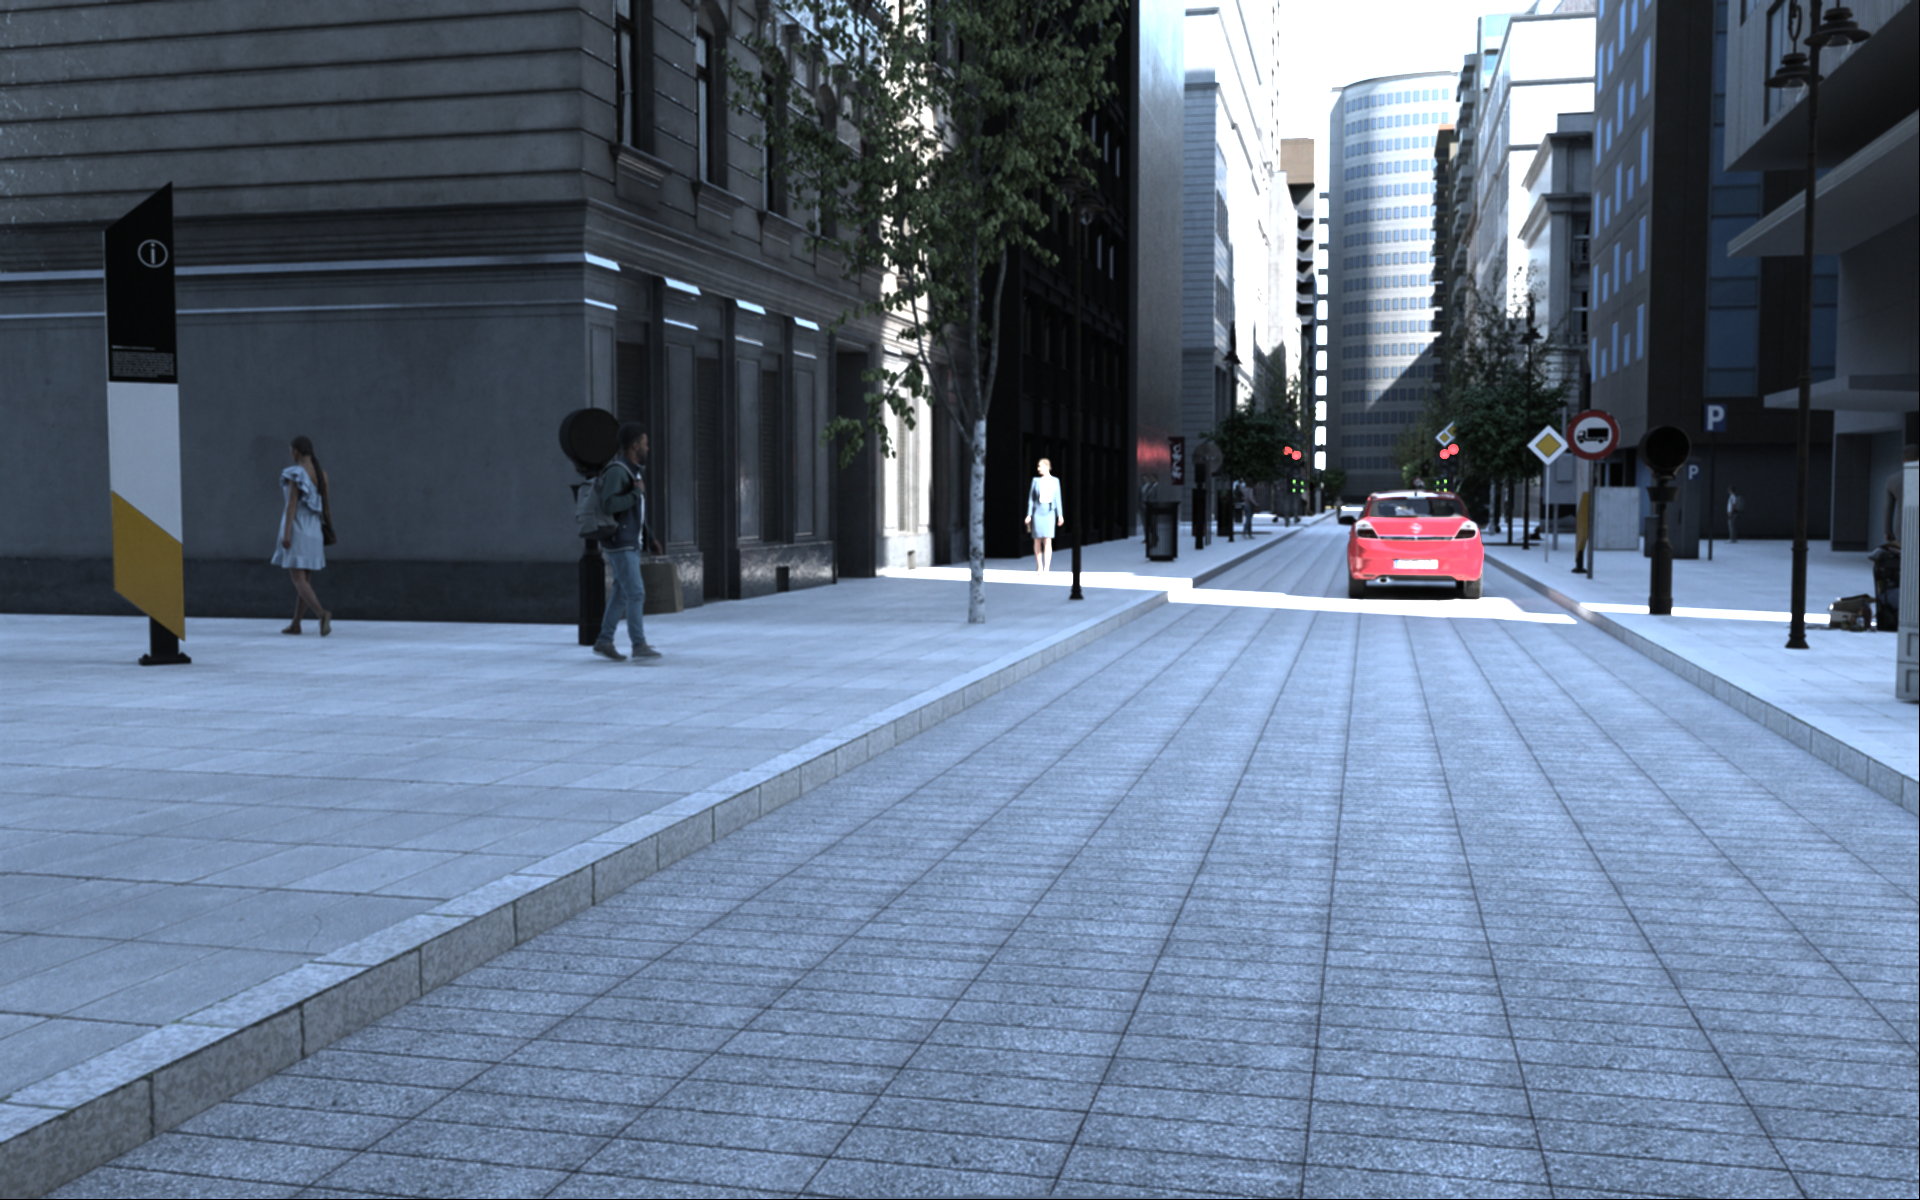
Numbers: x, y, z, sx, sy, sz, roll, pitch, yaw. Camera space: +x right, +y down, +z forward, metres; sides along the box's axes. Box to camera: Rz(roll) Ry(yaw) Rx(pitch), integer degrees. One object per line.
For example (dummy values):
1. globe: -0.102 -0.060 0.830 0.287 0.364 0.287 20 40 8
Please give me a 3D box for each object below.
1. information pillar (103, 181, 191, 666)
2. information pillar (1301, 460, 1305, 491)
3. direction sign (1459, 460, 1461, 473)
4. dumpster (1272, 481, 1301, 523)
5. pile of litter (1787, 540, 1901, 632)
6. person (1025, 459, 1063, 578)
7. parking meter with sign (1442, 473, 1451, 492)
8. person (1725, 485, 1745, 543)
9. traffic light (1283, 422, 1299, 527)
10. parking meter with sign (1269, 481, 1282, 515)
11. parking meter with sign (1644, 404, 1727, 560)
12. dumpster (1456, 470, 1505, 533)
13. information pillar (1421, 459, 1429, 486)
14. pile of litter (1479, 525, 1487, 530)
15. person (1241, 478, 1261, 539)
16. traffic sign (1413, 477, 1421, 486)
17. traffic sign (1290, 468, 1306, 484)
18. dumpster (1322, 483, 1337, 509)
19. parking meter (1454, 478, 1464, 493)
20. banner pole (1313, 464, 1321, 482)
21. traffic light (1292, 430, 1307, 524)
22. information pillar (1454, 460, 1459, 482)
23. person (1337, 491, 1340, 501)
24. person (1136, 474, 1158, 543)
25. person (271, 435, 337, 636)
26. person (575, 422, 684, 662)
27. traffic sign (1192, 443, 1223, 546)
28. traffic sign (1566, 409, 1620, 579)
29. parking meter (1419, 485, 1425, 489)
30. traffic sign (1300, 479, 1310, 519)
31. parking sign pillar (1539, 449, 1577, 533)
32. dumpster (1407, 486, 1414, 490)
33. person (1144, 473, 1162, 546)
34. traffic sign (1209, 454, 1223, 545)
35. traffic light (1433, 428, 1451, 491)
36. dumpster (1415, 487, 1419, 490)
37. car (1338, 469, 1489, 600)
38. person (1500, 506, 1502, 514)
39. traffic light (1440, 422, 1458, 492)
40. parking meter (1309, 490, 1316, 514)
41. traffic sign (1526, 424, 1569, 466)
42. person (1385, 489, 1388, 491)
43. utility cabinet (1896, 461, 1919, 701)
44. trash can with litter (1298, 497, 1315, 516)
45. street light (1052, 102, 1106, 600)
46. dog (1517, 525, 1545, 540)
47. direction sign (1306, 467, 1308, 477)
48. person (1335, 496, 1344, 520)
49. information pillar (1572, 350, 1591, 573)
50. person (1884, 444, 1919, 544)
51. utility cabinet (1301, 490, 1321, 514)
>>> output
1. information pillar: -6.081 -1.320 12.940 0.504 3.616 0.183 -2 4 -33
2. information pillar: 23.367 -7.781 118.581 0.504 3.616 0.183 0 4 -5
3. direction sign: 28.091 -6.449 97.434 0.379 3.537 0.876 1 4 11
4. dumpster: 14.709 -4.421 78.050 1.264 1.857 1.865 1 4 13
5. pile of litter: 8.808 -0.151 16.441 1.719 0.858 1.176 2 4 33
6. person: 1.310 -1.268 26.795 0.581 1.822 0.654 1 4 10
7. parking meter with sign: 40.190 -8.953 142.644 0.543 3.016 1.738 2 4 26
8. person: 20.255 -2.248 45.396 0.523 1.515 0.503 0 4 -4
9. traffic light: 12.804 -4.812 67.593 0.839 4.253 0.868 1 4 13
10. parking meter with sign: 19.134 -6.629 104.640 0.543 3.016 1.738 -1 4 -18
11. parking meter with sign: 14.281 -2.325 34.278 0.543 3.016 1.738 -1 4 -19
12. dumpster: 17.350 -3.380 57.756 1.502 2.255 1.985 1 4 14
13. information pillar: 30.578 -7.492 113.842 0.504 3.616 0.183 2 4 35
14. pile of litter: 18.674 -3.014 63.239 1.176 0.858 1.719 2 4 24
15. person: 8.214 -2.613 49.360 0.643 1.750 0.593 -2 4 -25
16. traffic sign: 34.751 -8.033 131.439 0.768 2.556 0.104 1 4 21
17. traffic sign: 15.964 -5.005 81.936 0.768 2.556 0.104 1 4 18
18. dumpster: 31.214 -8.846 147.131 1.502 2.255 1.985 1 4 13
19. parking meter: 17.659 -3.391 61.149 0.255 1.863 0.399 3 5 40
20. banner pole: 29.513 -9.396 143.636 0.863 3.779 0.401 1 4 16
21. traffic light: 14.653 -5.287 75.362 0.839 4.253 0.868 1 4 13
22. information pillar: 28.529 -6.627 99.699 0.183 3.616 0.504 -3 5 -41
23. person: 47.807 -13.008 219.449 0.721 1.735 1.217 3 5 43
24. person: 4.930 -2.419 45.707 0.709 1.813 0.853 2 4 33
25. person: -5.894 -0.584 15.691 0.778 1.811 0.616 3 4 36
26. person: -2.490 -0.435 13.138 0.713 1.824 0.794 1 4 19
27. traffic sign: 6.130 -2.625 43.030 0.768 2.556 0.104 1 4 18
28. traffic sign: 9.549 -1.595 26.182 0.768 2.556 0.104 1 4 22
29. parking meter: 30.236 -6.582 113.320 0.399 1.863 0.255 -1 4 -15
30. traffic sign: 17.653 -5.485 89.685 0.884 2.594 0.081 1 4 18
31. parking sign pillar: 19.786 -4.191 57.002 1.447 3.967 1.447 -1 4 -17
32. dumpster: 37.758 -8.645 143.845 1.502 2.255 1.985 1 4 13
33. person: 4.558 -2.152 41.494 0.573 1.790 0.520 -3 5 -41
34. traffic sign: 6.327 -2.549 43.805 0.606 2.300 0.079 1 4 14
35. traffic light: 20.651 -5.201 73.957 0.839 4.253 0.868 1 4 13
36. dumpster: 31.171 -6.768 116.419 1.264 1.857 1.865 1 4 13
37. car: 6.568 -0.982 25.096 2.155 1.783 4.494 1 4 14
38. person: 24.457 -4.488 79.403 0.794 1.824 0.713 -3 5 -42
39. traffic light: 18.802 -4.726 66.188 0.839 4.253 0.868 1 4 13
40. parking meter: 21.297 -5.886 104.639 0.372 1.533 0.369 0 3 0
41. traffic sign: 11.116 -2.017 32.715 0.795 2.593 0.064 1 4 23
42. person: 29.338 -6.744 118.950 0.511 1.800 0.466 3 5 39
43. utility cabinet: 6.115 -0.091 10.163 0.318 1.500 1.173 -1 4 -20
44. trash can with litter: 19.937 -5.405 99.751 1.055 1.170 0.624 1 4 21
45. street light: 1.419 -2.946 20.960 0.468 5.910 1.993 1 4 13
46. dog: 15.861 -1.859 48.138 0.748 0.427 0.550 2 4 28
47. direction sign: 29.313 -9.500 147.314 0.876 3.537 0.379 -1 4 -23
48. person: 20.903 -5.058 95.465 0.475 1.303 0.640 0 4 5
49. information pillar: 10.087 -2.243 28.034 0.183 3.616 0.504 0 4 7
50. person: 10.496 -0.800 19.081 0.622 1.834 0.822 3 5 40
51. utility cabinet: 23.219 -6.471 114.486 1.173 1.500 0.318 0 4 -6
